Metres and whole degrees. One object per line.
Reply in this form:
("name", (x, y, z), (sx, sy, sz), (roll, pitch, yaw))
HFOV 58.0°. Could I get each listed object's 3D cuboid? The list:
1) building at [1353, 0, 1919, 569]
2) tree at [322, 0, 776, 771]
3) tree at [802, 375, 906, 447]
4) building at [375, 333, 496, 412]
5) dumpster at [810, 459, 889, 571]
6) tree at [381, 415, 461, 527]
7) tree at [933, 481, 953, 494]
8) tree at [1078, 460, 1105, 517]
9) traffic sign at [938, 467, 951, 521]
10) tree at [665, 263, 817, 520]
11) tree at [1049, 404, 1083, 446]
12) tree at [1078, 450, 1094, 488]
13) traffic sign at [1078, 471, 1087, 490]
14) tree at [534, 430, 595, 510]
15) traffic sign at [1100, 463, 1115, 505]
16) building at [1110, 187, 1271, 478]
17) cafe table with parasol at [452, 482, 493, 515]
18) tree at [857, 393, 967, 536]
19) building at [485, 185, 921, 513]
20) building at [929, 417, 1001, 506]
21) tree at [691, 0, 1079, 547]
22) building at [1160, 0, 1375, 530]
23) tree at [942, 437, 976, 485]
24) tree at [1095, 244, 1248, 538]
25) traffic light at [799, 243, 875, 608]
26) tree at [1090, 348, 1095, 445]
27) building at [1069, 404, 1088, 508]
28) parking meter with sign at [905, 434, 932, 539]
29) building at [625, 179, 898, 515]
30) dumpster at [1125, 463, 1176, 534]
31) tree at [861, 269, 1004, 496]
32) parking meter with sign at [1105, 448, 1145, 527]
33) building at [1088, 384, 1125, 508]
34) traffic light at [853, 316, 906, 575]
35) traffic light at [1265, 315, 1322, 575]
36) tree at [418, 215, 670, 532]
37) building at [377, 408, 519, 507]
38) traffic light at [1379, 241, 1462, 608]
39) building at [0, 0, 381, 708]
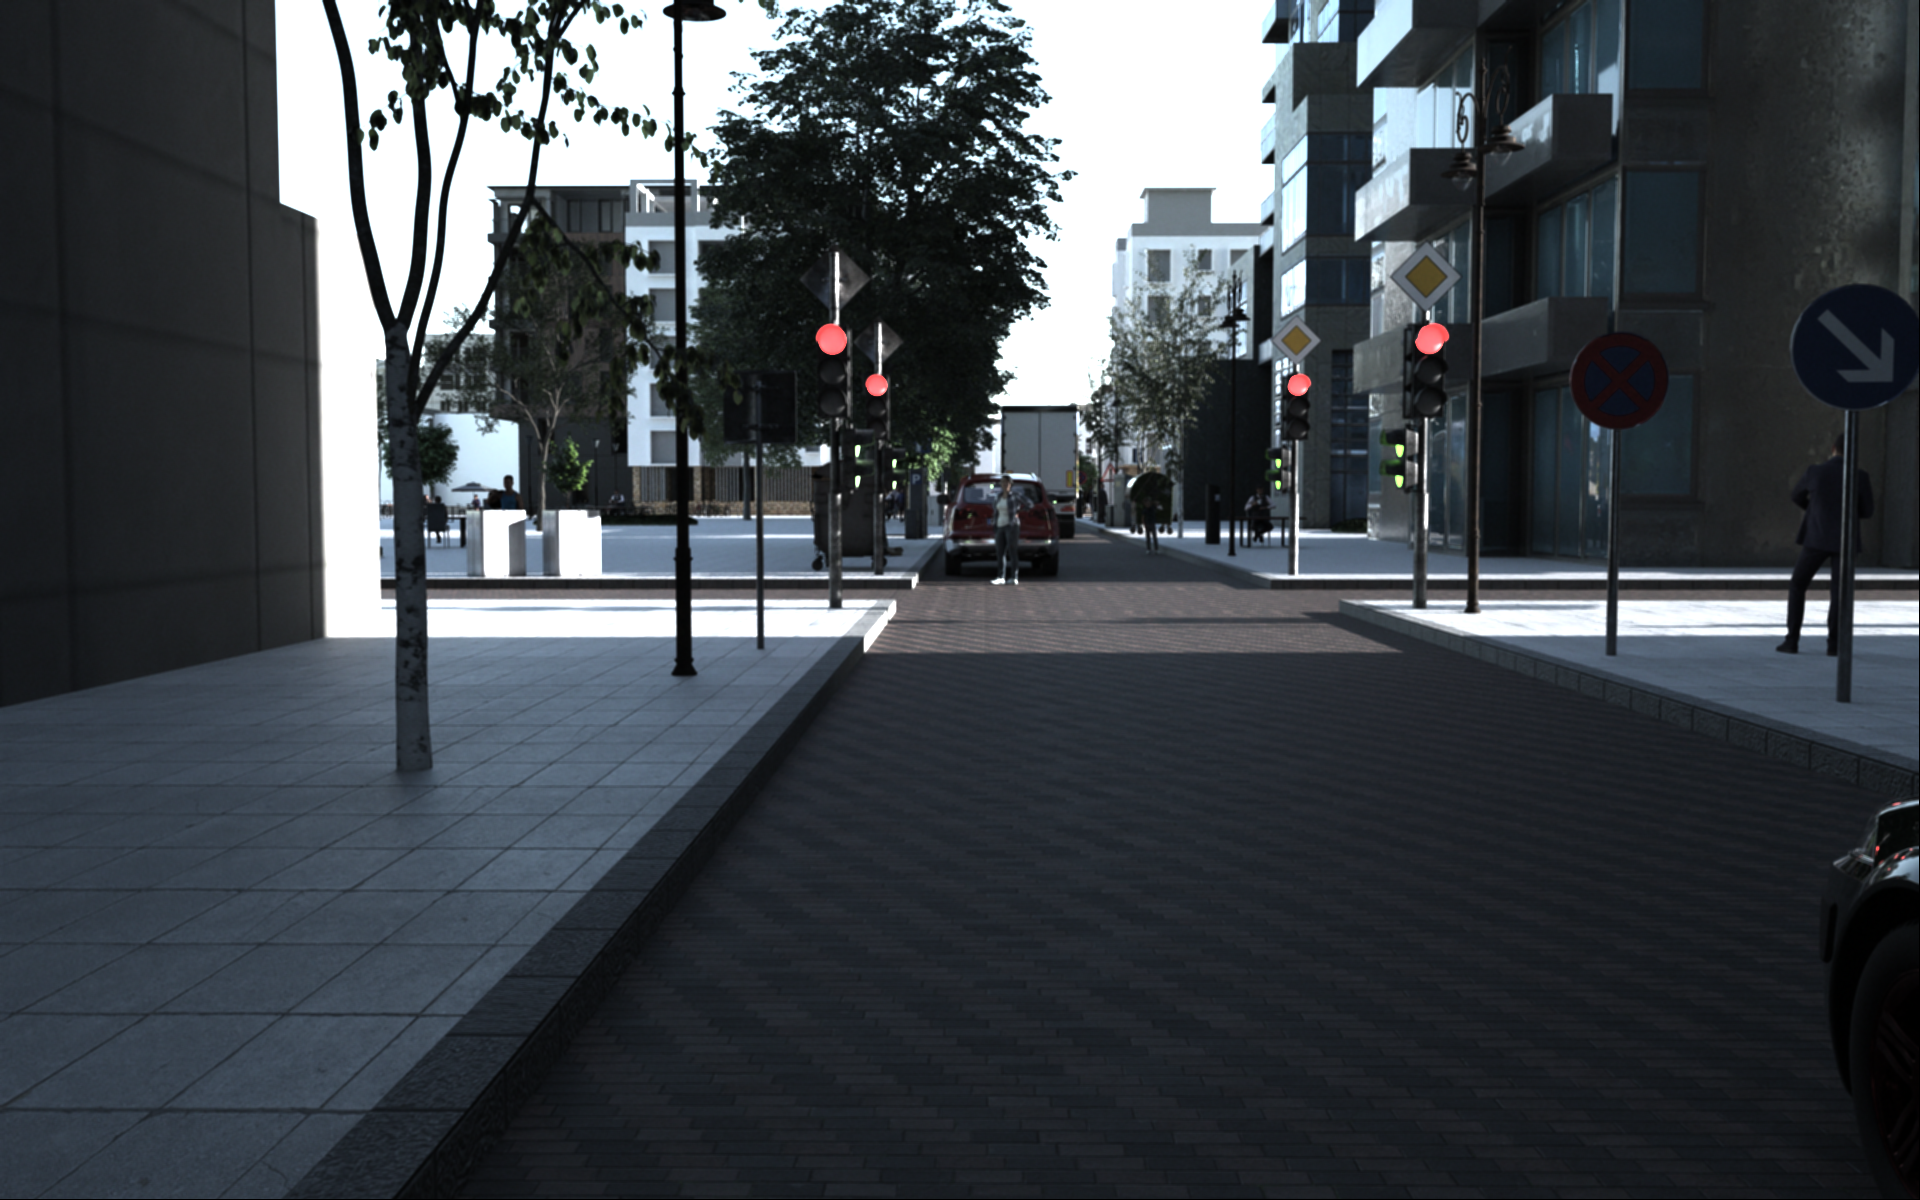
("building", (24.282, -25.598, 38.143), (30.456, 49.044, 23.786), (0, 4, 1))
("tree", (-2.385, -3.505, 7.669), (4.360, 8.622, 3.978), (0, 3, 0))
("tree", (-5.844, -10.401, 95.805), (9.928, 11.665, 9.643), (0, 3, 0))
("building", (-58.742, -20.340, 199.019), (31.486, 18.905, 16.747), (0, 4, 1))
("dumpster", (-1.889, -1.459, 29.608), (1.264, 1.857, 1.865), (0, 4, 1))
("tree", (-21.406, -5.193, 68.624), (4.285, 4.588, 4.351), (0, 3, 0))
("tree", (-1.215, -8.597, 135.165), (1.663, 3.219, 1.824), (0, 3, 0))
("tree", (7.501, -6.308, 97.734), (1.663, 3.219, 1.824), (0, 3, 0))
("traffic sign", (-0.777, -4.802, 78.611), (0.768, 2.556, 0.104), (0, 4, 3))
("tree", (-10.916, -10.203, 84.939), (7.486, 12.596, 7.792), (0, 3, 0))
("tree", (7.989, -11.496, 138.314), (4.737, 8.622, 4.395), (0, 3, 0))
("tree", (7.103, -7.699, 109.588), (4.285, 4.588, 4.351), (0, 3, 0))
("traffic sign", (6.543, -5.777, 94.565), (0.768, 2.556, 0.104), (0, 4, 5))
("tree", (-11.848, -3.550, 52.642), (1.663, 3.219, 1.824), (0, 3, 0))
("traffic sign", (6.353, -4.471, 73.105), (0.884, 2.594, 0.081), (0, 4, 3))
("building", (17.967, -15.663, 112.516), (16.016, 20.091, 11.380), (0, 4, 1))
("cafe table with parasol", (-27.260, -5.642, 97.113), (2.610, 1.966, 2.610), (-2, 4, -32))
("tree", (-1.544, -4.250, 53.207), (4.285, 4.588, 4.351), (0, 3, 0))
("building", (-17.172, -17.560, 131.079), (27.936, 21.610, 32.646), (0, 4, 1))
("building", (3.784, -15.373, 193.501), (28.070, 9.664, 9.099), (0, 4, 1))
("tree", (-2.120, -8.214, 40.949), (9.857, 13.997, 8.962), (0, 3, 0))
("building", (21.764, -46.650, 75.407), (22.319, 86.520, 31.000), (0, 4, 1))
("tree", (-0.396, -10.949, 129.385), (4.737, 8.622, 4.395), (0, 3, 0))
("tree", (6.203, -6.118, 50.393), (4.360, 8.622, 3.978), (0, 3, 0))
("traffic light", (-1.387, -1.867, 19.452), (0.839, 4.253, 0.868), (0, 4, 1))
("tree", (6.695, -6.759, 60.867), (4.360, 8.622, 3.978), (0, 3, 0))
("building", (14.675, -13.385, 160.985), (9.099, 9.664, 28.070), (0, 4, 1))
("parking meter with sign", (-1.223, -3.274, 49.792), (0.543, 3.016, 1.738), (1, 4, 9))
("building", (-11.814, -15.426, 108.641), (16.016, 20.091, 11.380), (0, 4, 1))
("dumpster", (6.137, -3.251, 55.653), (1.502, 2.255, 1.985), (0, 4, 1))
("tree", (-1.251, -10.253, 85.765), (7.486, 12.596, 7.792), (0, 3, 0))
("parking meter with sign", (6.293, -4.311, 66.752), (0.543, 3.016, 1.738), (-3, 4, -39))
("building", (15.408, -11.646, 132.560), (9.099, 9.664, 28.070), (0, 4, 1))
("traffic light", (-1.276, -2.356, 27.436), (0.839, 4.253, 0.868), (0, 4, 1))
("traffic light", (5.264, -2.351, 27.362), (0.839, 4.253, 0.868), (0, 4, 1))
("tree", (-14.303, -7.607, 58.780), (8.767, 10.594, 7.601), (-1, 4, -20))
("building", (-52.077, -14.074, 172.249), (28.070, 9.664, 9.099), (0, 4, 1))
("traffic light", (5.154, -1.863, 19.377), (0.839, 4.253, 0.868), (0, 4, 1))
("building", (-16.109, -34.647, 4.736), (20.611, 71.187, 20.563), (0, 4, 1))
